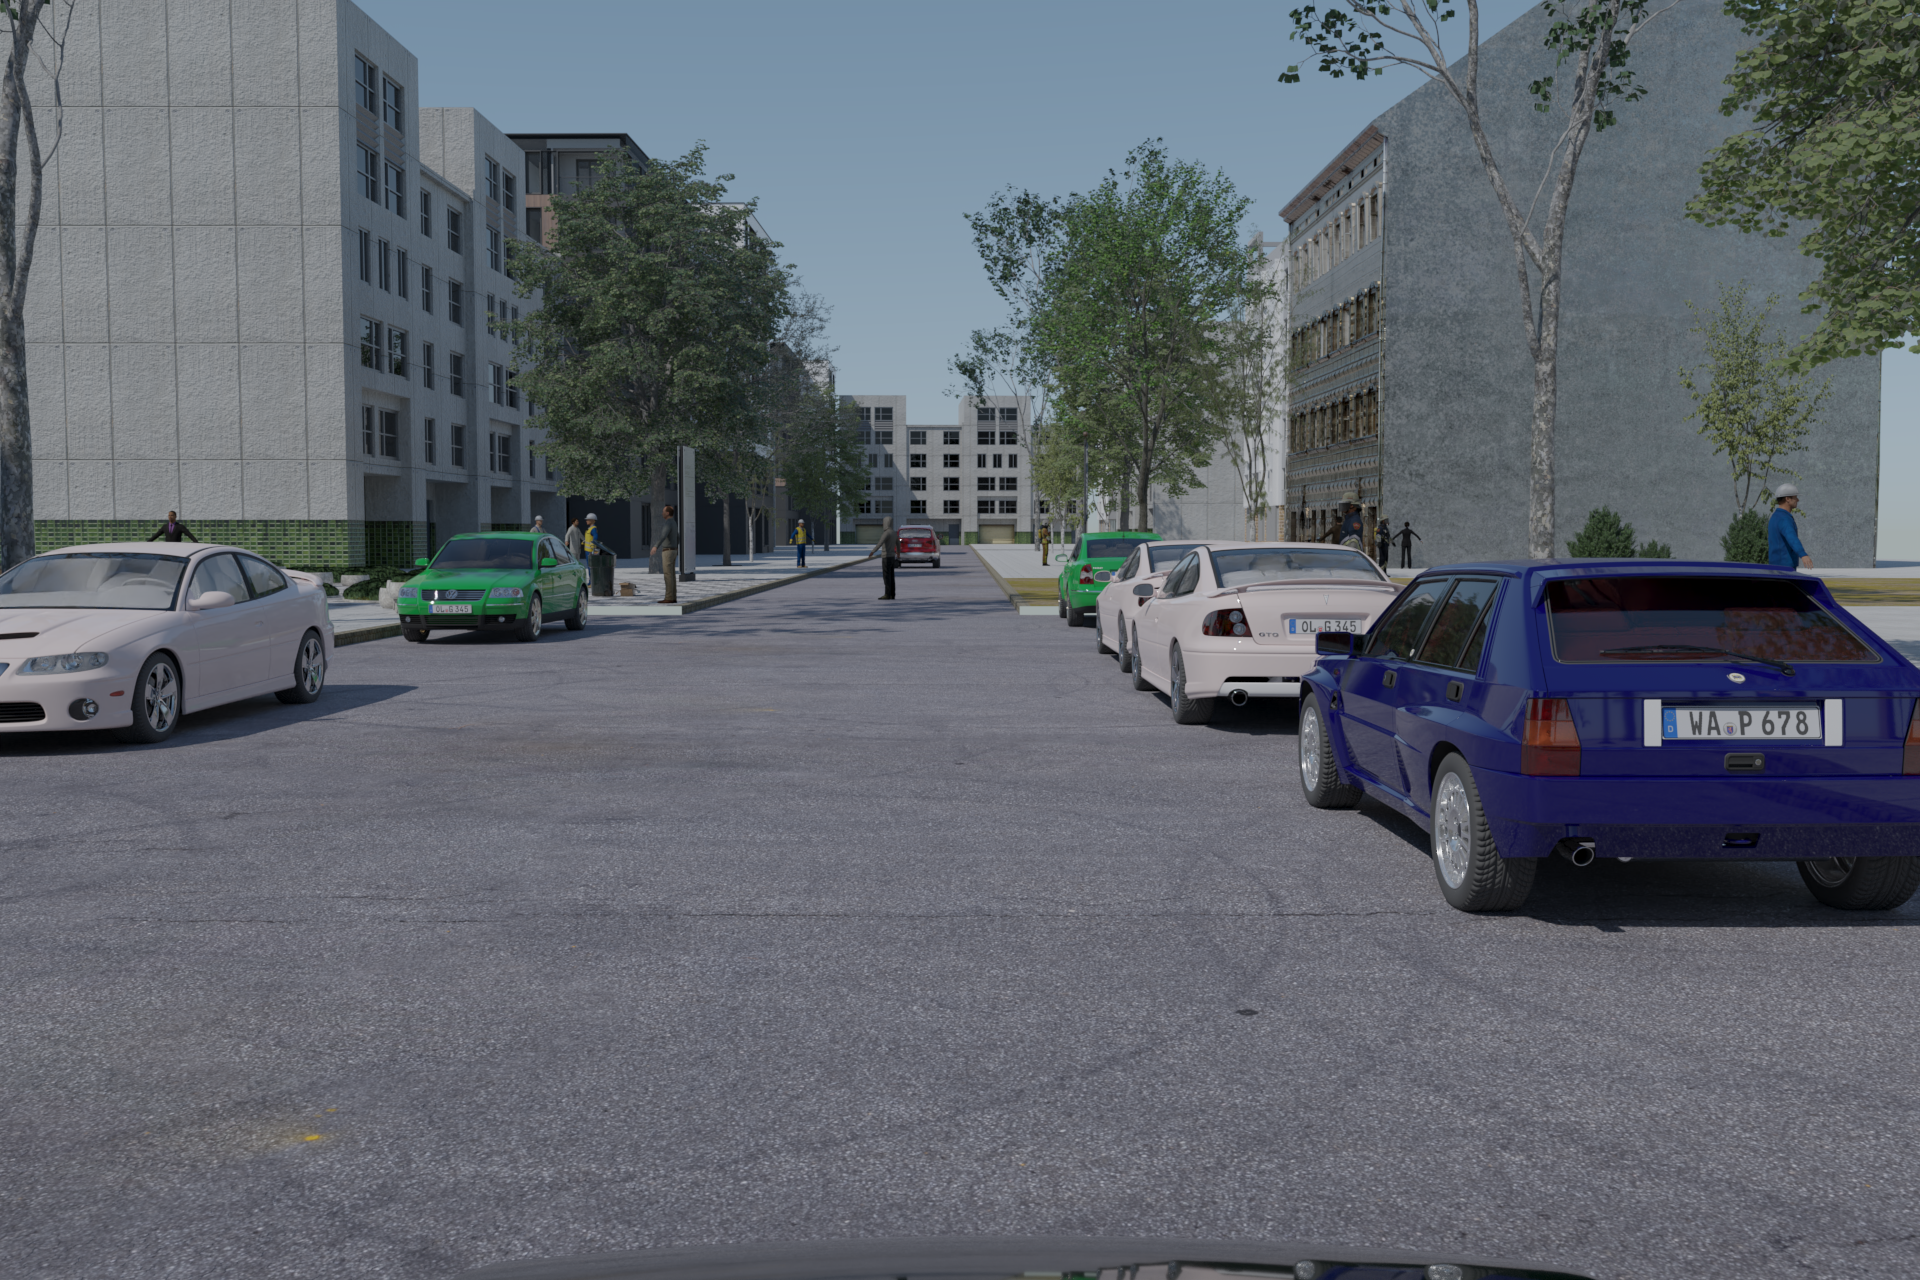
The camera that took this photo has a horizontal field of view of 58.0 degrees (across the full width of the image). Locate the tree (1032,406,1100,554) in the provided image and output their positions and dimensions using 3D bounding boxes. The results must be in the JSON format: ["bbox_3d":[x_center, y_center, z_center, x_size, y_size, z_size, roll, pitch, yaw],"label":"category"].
[{"bbox_3d":[5.768,-8.859,95.207,4.737,8.622,4.395,0,3,0],"label":"tree"}]

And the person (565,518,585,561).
[{"bbox_3d":[-12.562,-3.086,56.649,0.705,1.806,1.347,1,4,21],"label":"person"}]

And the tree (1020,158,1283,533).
[{"bbox_3d":[5.188,-7.484,48.125,9.928,11.665,9.643,0,3,0],"label":"tree"}]

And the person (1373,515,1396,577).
[{"bbox_3d":[12.500,-2.765,50.988,0.705,1.856,1.354,2,4,33],"label":"person"}]

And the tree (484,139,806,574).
[{"bbox_3d":[-9.812,-9.094,55.345,9.857,13.997,8.962,0,3,0],"label":"tree"}]

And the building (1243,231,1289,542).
[{"bbox_3d":[23.262,-15.475,109.435,16.016,20.090,11.380,0,3,0],"label":"building"}]

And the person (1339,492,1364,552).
[{"bbox_3d":[5.272,-1.082,23.554,0.704,1.845,1.351,0,4,7],"label":"person"}]

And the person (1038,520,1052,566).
[{"bbox_3d":[3.463,-3.906,69.628,0.705,1.858,1.354,0,4,-7],"label":"person"}]

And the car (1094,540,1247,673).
[{"bbox_3d":[2.577,-0.422,19.269,2.083,1.381,4.827,0,4,0],"label":"car"}]

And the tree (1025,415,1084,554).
[{"bbox_3d":[6.122,-9.460,105.026,4.737,8.622,4.395,0,3,0],"label":"tree"}]

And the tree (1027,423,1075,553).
[{"bbox_3d":[6.263,-10.054,114.744,4.737,8.622,4.395,0,3,0],"label":"tree"}]

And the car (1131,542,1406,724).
[{"bbox_3d":[2.530,-0.126,14.426,2.083,1.381,4.827,0,4,-1],"label":"car"}]

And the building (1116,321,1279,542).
[{"bbox_3d":[23.648,-17.497,152.539,16.747,18.905,31.486,0,4,0],"label":"building"}]

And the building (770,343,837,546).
[{"bbox_3d":[-29.264,-21.818,200.702,27.936,21.610,32.646,0,4,0],"label":"building"}]

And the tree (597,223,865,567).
[{"bbox_3d":[-9.283,-9.659,68.302,12.009,13.543,11.850,0,3,0],"label":"tree"}]

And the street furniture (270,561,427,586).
[{"bbox_3d":[-15.418,-1.771,44.587,10.072,0.657,5.734,-3,4,-37],"label":"street furniture"}]

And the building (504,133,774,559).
[{"bbox_3d":[-27.235,-15.966,105.020,27.936,21.610,32.646,0,4,1],"label":"building"}]

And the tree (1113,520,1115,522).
[{"bbox_3d":[21.284,-16.624,222.156,4.360,8.622,3.978,0,3,0],"label":"tree"}]

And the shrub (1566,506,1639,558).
[{"bbox_3d":[15.794,-2.335,42.601,1.690,2.028,1.600,0,3,0],"label":"shrub"}]

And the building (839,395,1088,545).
[{"bbox_3d":[0.158,-21.930,227.465,31.486,18.905,16.747,0,4,-3],"label":"building"}]

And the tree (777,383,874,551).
[{"bbox_3d":[-10.358,-12.932,129.565,7.486,12.596,7.792,0,3,0],"label":"tree"}]

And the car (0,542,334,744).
[{"bbox_3d":[-6.404,-0.060,13.350,2.083,1.381,4.827,0,3,0],"label":"car"}]

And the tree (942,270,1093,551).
[{"bbox_3d":[5.037,-16.546,126.416,12.611,20.169,13.585,0,3,0],"label":"tree"}]

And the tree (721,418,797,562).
[{"bbox_3d":[-9.603,-7.898,79.490,4.360,8.622,3.978,0,3,0],"label":"tree"}]

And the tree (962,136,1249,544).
[{"bbox_3d":[6.852,-13.879,82.804,12.611,20.169,13.585,0,3,0],"label":"tree"}]

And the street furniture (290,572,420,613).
[{"bbox_3d":[-11.853,-0.964,31.387,5.734,0.657,10.072,-1,4,-14],"label":"street furniture"}]

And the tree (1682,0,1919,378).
[{"bbox_3d":[8.800,-5.802,12.988,7.486,12.596,7.792,0,3,0],"label":"tree"}]

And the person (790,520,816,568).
[{"bbox_3d":[-6.018,-3.664,65.874,0.705,1.833,1.349,3,5,41],"label":"person"}]

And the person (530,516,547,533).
[{"bbox_3d":[-12.984,-2.916,53.536,0.705,1.847,1.347,2,4,28],"label":"person"}]

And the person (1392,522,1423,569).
[{"bbox_3d":[16.410,-3.485,63.705,1.216,1.740,0.721,0,4,6],"label":"person"}]

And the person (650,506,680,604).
[{"bbox_3d":[-5.401,-1.575,32.020,0.705,1.796,1.348,1,4,9],"label":"person"}]

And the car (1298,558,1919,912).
[{"bbox_3d":[2.705,0.285,7.928,1.945,1.354,3.894,0,4,-1],"label":"car"}]

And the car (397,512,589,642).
[{"bbox_3d":[-6.506,-0.958,24.463,1.959,1.807,4.718,0,4,0],"label":"car"}]

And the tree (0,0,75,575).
[{"bbox_3d":[-13.364,-10.096,20.954,12.611,20.169,13.585,0,3,0],"label":"tree"}]

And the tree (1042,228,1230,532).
[{"bbox_3d":[6.309,-8.857,62.932,7.486,12.596,7.792,0,3,0],"label":"tree"}]

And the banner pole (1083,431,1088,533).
[{"bbox_3d":[3.069,-3.188,42.134,0.401,3.779,0.863,0,4,-1],"label":"banner pole"}]

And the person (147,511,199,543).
[{"bbox_3d":[-17.535,-1.979,38.582,1.346,1.802,0.704,0,4,-1],"label":"person"}]

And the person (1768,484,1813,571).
[{"bbox_3d":[9.230,-0.822,19.328,0.705,1.842,1.347,1,4,13],"label":"person"}]

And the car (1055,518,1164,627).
[{"bbox_3d":[2.555,-1.183,28.134,1.959,1.807,4.718,0,4,0],"label":"car"}]

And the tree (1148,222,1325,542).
[{"bbox_3d":[7.074,-5.503,40.331,4.360,8.622,3.978,0,3,0],"label":"tree"}]

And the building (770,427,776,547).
[{"bbox_3d":[-26.418,-17.573,153.781,16.747,18.905,31.486,0,4,0],"label":"building"}]

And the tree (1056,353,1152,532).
[{"bbox_3d":[5.991,-7.371,70.872,4.737,8.622,4.395,0,3,0],"label":"tree"}]

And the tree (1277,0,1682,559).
[{"bbox_3d":[8.697,-10.538,28.180,12.611,20.169,13.585,0,3,0],"label":"tree"}]

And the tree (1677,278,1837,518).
[{"bbox_3d":[22.534,-6.068,49.575,4.737,8.622,4.395,0,3,0],"label":"tree"}]

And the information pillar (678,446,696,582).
[{"bbox_3d":[-7.419,-3.408,47.029,0.184,3.620,1.656,0,4,1],"label":"information pillar"}]

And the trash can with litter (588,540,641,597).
[{"bbox_3d":[-7.117,-1.485,35.667,1.055,1.170,0.624,0,4,-1],"label":"trash can with litter"}]

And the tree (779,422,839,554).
[{"bbox_3d":[-9.601,-9.896,112.163,4.737,8.622,4.395,0,3,0],"label":"tree"}]

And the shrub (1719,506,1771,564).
[{"bbox_3d":[20.973,-2.535,45.874,1.690,2.028,1.600,0,3,0],"label":"shrub"}]

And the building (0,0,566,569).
[{"bbox_3d":[-28.478,-12.581,72.154,16.747,18.905,31.486,0,3,0],"label":"building"}]

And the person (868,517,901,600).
[{"bbox_3d":[-1.588,-1.787,37.809,0.705,1.813,1.348,2,4,26],"label":"person"}]

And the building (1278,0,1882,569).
[{"bbox_3d":[24.764,-14.787,72.700,19.493,23.208,18.063,0,4,0],"label":"building"}]

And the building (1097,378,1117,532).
[{"bbox_3d":[21.472,-21.334,205.238,16.016,20.090,11.380,0,3,0],"label":"building"}]

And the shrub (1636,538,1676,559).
[{"bbox_3d":[14.755,-1.571,36.798,1.383,1.207,1.383,0,3,0],"label":"shrub"}]

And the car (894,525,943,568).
[{"bbox_3d":[-1.860,-3.994,73.975,2.281,1.827,5.304,0,3,0],"label":"car"}]

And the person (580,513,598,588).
[{"bbox_3d":[-8.844,-2.123,41.168,0.721,1.772,1.216,-2,4,-25],"label":"person"}]

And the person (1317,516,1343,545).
[{"bbox_3d":[11.119,-2.735,50.848,1.346,1.812,0.704,0,4,7],"label":"person"}]
